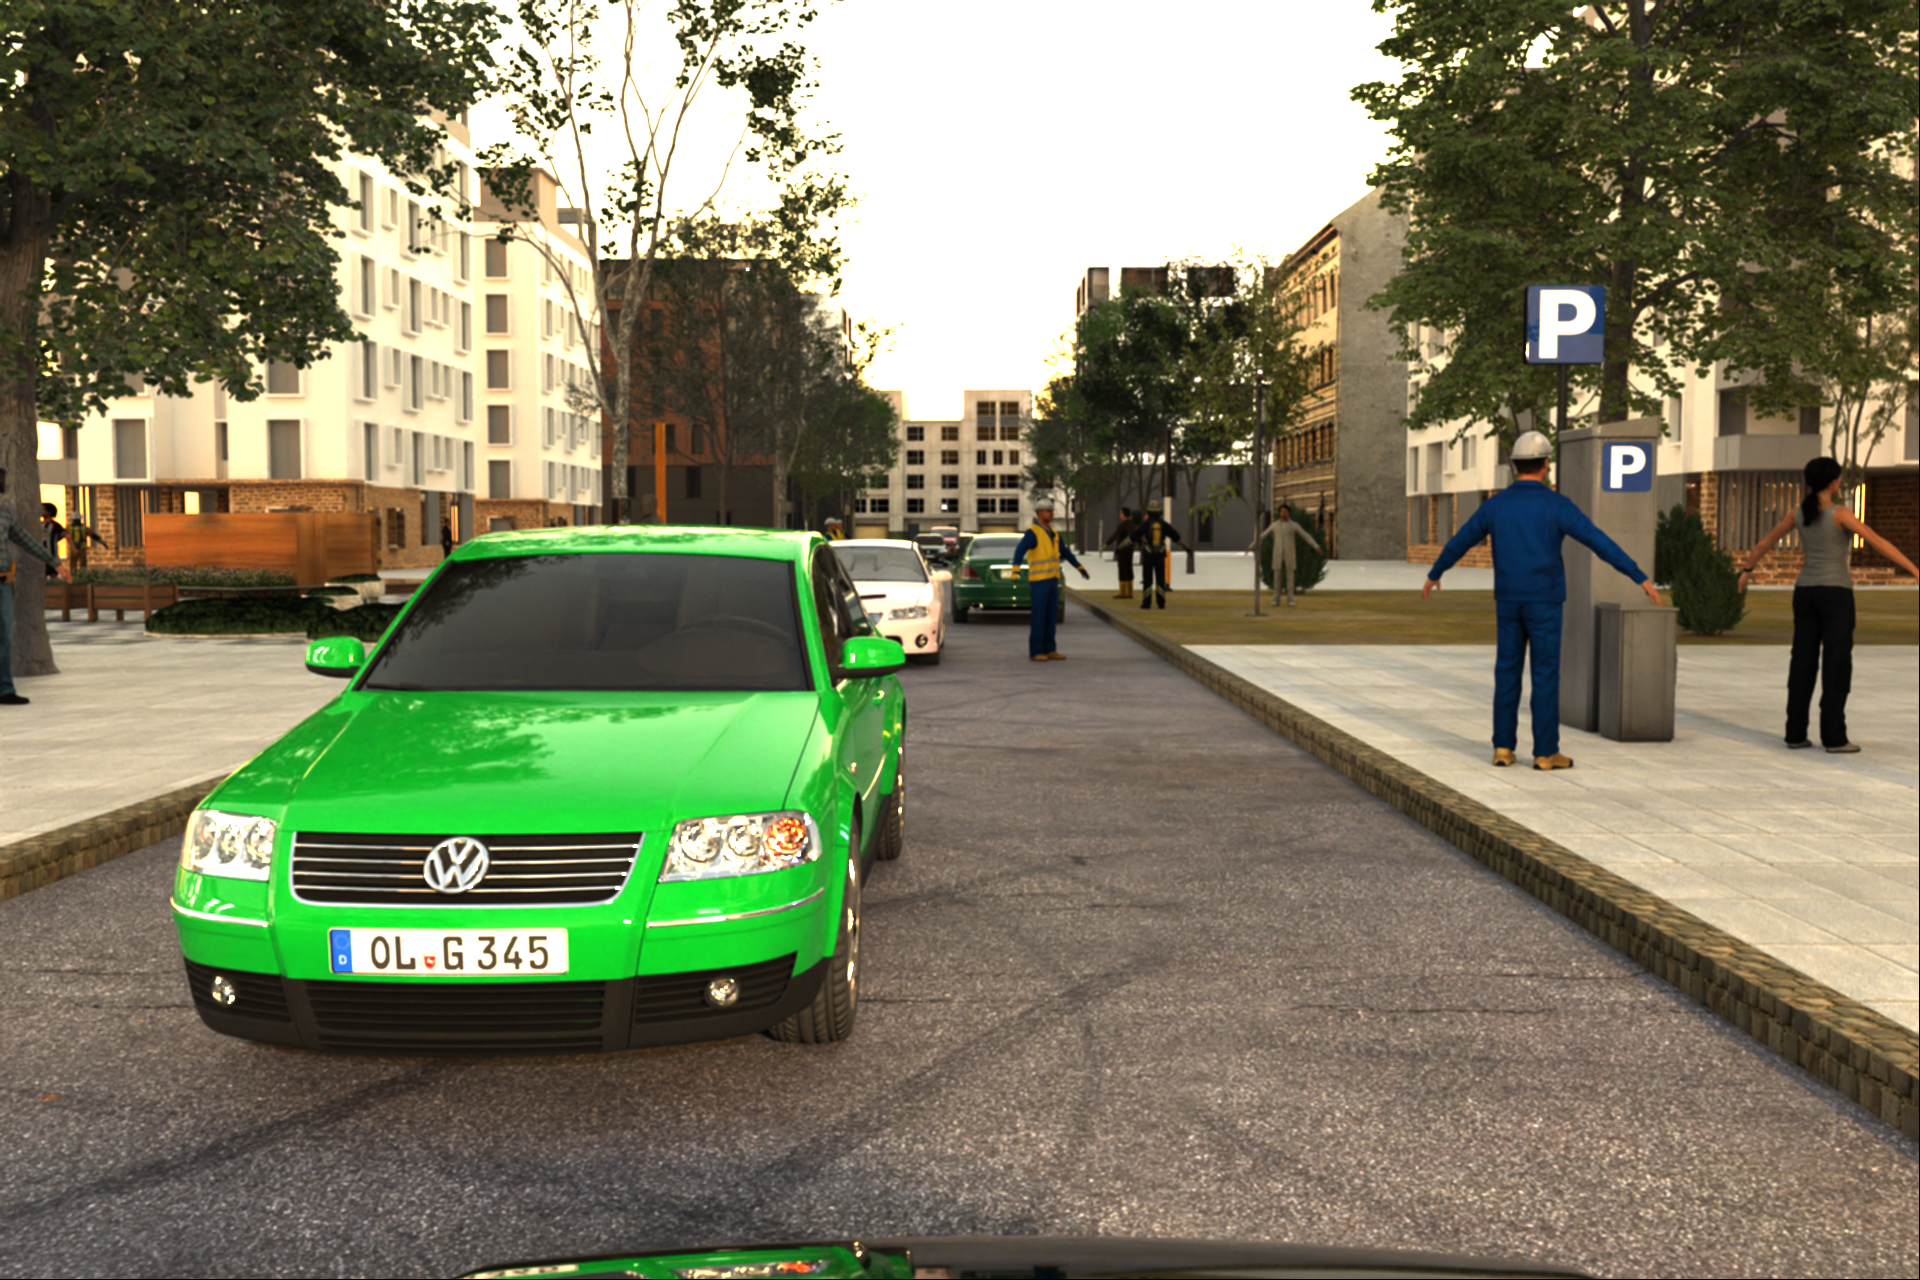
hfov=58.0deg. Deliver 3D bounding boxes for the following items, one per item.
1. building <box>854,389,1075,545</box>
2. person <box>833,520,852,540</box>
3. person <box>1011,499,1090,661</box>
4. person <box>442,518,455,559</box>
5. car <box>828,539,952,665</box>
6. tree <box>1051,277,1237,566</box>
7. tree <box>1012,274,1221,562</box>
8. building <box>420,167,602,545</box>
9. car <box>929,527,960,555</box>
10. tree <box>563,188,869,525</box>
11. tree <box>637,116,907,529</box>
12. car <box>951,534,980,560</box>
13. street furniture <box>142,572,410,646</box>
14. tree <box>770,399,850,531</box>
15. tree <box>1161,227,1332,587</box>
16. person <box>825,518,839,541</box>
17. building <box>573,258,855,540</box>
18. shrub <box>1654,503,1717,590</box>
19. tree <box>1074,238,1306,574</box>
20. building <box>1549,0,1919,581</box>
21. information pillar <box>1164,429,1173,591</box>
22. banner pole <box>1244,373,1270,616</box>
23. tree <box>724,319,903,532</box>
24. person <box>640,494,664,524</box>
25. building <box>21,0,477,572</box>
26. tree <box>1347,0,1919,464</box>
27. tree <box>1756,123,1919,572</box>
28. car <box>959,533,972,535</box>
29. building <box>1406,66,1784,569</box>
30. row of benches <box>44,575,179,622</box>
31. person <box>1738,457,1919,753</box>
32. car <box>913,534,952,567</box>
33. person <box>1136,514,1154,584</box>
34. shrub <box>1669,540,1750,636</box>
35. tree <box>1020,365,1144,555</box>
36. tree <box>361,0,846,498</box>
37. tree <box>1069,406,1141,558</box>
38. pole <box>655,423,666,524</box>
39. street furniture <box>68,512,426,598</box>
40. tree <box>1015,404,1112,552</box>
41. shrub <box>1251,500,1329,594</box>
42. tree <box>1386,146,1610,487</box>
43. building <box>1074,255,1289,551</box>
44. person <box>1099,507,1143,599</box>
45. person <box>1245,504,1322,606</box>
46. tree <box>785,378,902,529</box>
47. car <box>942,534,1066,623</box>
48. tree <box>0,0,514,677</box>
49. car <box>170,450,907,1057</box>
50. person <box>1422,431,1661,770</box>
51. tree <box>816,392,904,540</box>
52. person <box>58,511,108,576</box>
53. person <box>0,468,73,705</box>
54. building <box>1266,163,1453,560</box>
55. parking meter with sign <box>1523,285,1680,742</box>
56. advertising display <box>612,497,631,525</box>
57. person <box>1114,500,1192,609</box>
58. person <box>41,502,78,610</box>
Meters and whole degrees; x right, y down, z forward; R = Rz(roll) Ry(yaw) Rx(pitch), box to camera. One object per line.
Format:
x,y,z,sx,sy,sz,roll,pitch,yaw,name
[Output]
0.771,-21.336,217.760,31.486,18.905,16.747,0,4,3,building
-4.074,-3.235,59.352,0.721,1.772,1.216,3,5,42,person
0.978,-0.687,19.652,0.705,1.833,1.349,3,5,41,person
-17.059,-3.150,57.735,0.704,1.802,1.346,-1,4,-8,person
-1.126,-0.497,20.482,2.083,1.381,4.827,0,4,0,car
7.518,-8.844,70.361,9.928,11.665,9.643,0,3,0,tree
7.497,-10.438,81.034,12.009,13.543,11.850,0,3,0,tree
-26.378,-14.324,90.611,16.016,20.090,11.380,0,4,-1,building
-0.870,-5.220,94.017,2.281,1.827,5.304,0,4,0,car
-8.380,-9.227,61.227,12.009,13.543,11.850,0,3,0,tree
-8.923,-13.725,80.293,12.611,20.169,13.585,0,3,0,tree
0.542,-4.396,81.654,2.009,1.686,4.222,0,4,0,car
-7.747,-0.560,24.790,5.734,0.657,10.072,0,4,-1,street furniture
-8.473,-8.697,92.556,4.360,8.622,3.978,0,3,0,tree
7.168,-5.612,42.123,4.737,8.622,4.395,0,3,0,tree
-2.582,-1.656,35.992,0.721,1.772,1.216,1,4,9,person
-24.041,-18.413,145.033,27.936,21.610,32.646,0,4,1,building
16.533,-2.164,39.807,1.690,2.028,1.600,0,3,0,shrub
7.281,-7.417,55.672,8.767,10.594,7.601,2,4,32,tree
24.756,-12.181,55.583,16.016,20.090,11.380,0,4,1,building
4.666,-2.910,38.937,0.183,3.616,0.504,0,4,-1,information pillar
4.662,-2.252,26.840,0.401,3.779,0.863,0,4,1,banner pole
-8.472,-11.591,99.883,12.009,13.543,11.850,0,3,0,tree
-4.177,-1.045,23.214,0.705,1.813,1.348,1,4,13,person
-25.267,-12.393,59.041,16.016,20.090,11.380,0,4,1,building
7.754,-6.207,19.606,7.486,12.596,7.792,0,3,0,tree
14.942,-4.838,29.470,4.360,8.622,3.978,0,3,0,tree
0.324,-6.113,108.994,2.155,1.783,4.494,0,4,0,car
24.750,-13.327,74.324,16.016,20.090,11.380,0,4,1,building
-13.564,-0.630,25.759,4.104,0.672,1.422,1,4,16,row of benches
5.164,-0.213,10.286,0.721,1.737,1.217,-2,4,-32,person
-1.361,-4.045,75.929,2.009,1.686,4.222,0,4,0,car
4.850,-2.356,44.793,0.705,1.796,1.348,-1,4,-10,person
9.475,-0.662,21.936,1.383,1.207,1.383,0,3,0,shrub
7.610,-10.979,105.267,9.928,11.665,9.643,0,3,0,tree
-8.518,-11.452,43.124,12.611,20.169,13.585,0,3,0,tree
7.435,-8.698,92.576,4.360,8.622,3.978,0,3,0,tree
-5.504,-2.327,31.894,0.158,3.312,0.155,0,3,0,pole
-16.231,-1.931,38.425,9.812,1.723,11.010,2,4,31,street furniture
7.363,-11.483,122.158,7.601,10.594,8.767,0,4,-5,tree
7.062,-1.994,37.017,1.690,2.028,1.600,0,3,0,shrub
10.211,-4.980,31.789,4.737,8.622,4.395,0,3,0,tree
23.263,-18.308,143.311,27.936,21.610,32.646,0,4,0,building
3.272,-1.736,34.516,0.704,1.812,1.346,3,5,42,person
5.767,-1.507,30.829,1.347,1.806,0.705,1,4,15,person
-7.613,-11.314,110.735,9.928,11.665,9.643,0,3,0,tree
0.764,-1.076,29.388,2.131,1.459,4.920,0,4,-1,car
-8.741,-6.650,15.387,9.857,13.997,8.962,0,3,0,tree
-1.149,0.154,6.285,1.959,1.807,4.718,0,4,1,car
3.143,-0.224,9.535,1.347,1.842,0.705,3,5,41,person
-7.658,-12.093,123.468,9.928,11.665,9.643,0,3,0,tree
-22.044,-2.295,43.285,1.354,1.858,0.705,-2,4,-24,person
-7.224,-0.431,12.886,0.704,1.849,1.345,1,4,19,person
27.598,-15.999,92.509,19.493,23.208,18.063,0,4,1,building
4.243,-0.927,11.416,0.543,3.016,1.738,0,4,0,parking meter with sign
-5.999,-1.562,30.746,0.123,1.923,0.974,0,4,2,advertising display
3.331,-1.467,29.763,1.354,1.856,0.705,0,4,-4,person
-15.506,-1.423,29.408,1.345,1.843,0.704,1,4,15,person
